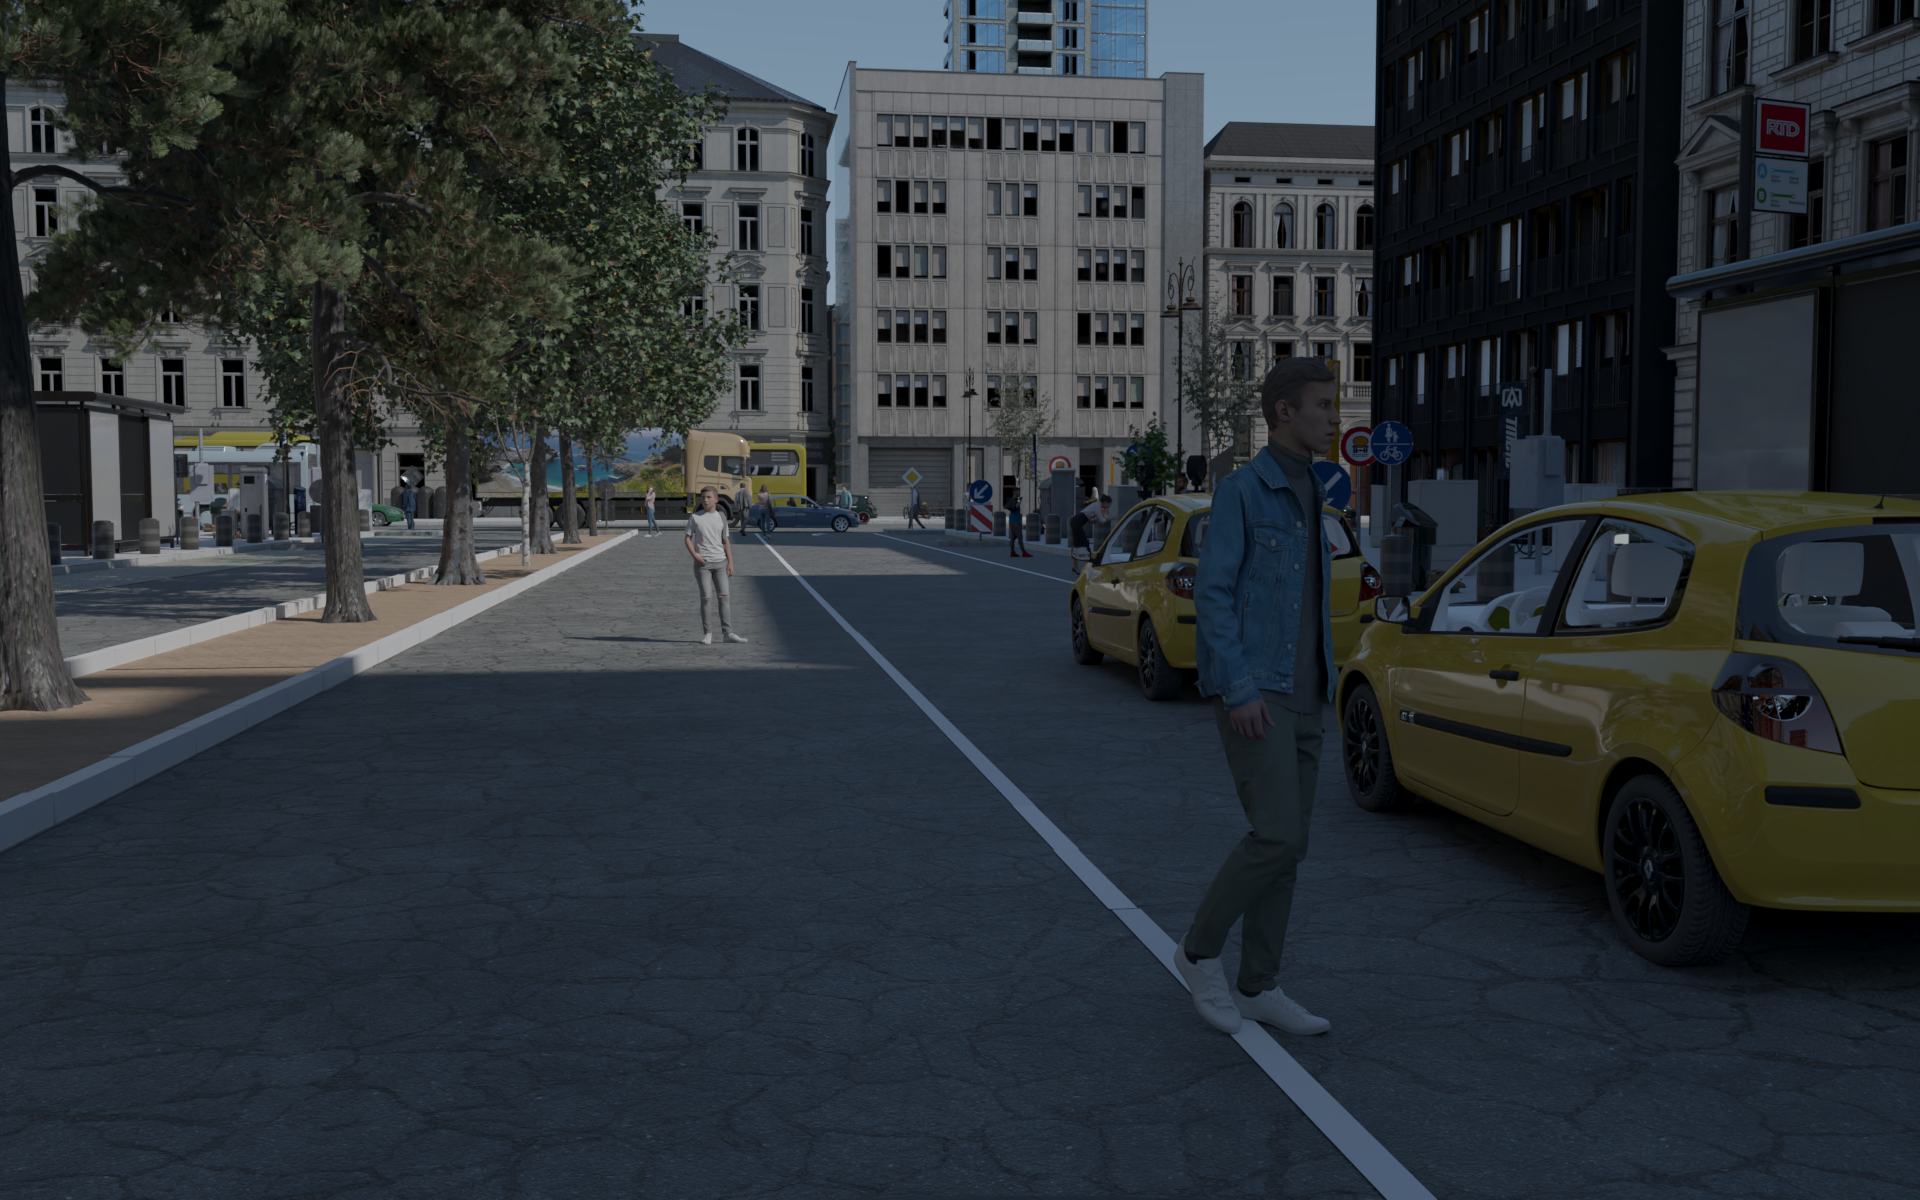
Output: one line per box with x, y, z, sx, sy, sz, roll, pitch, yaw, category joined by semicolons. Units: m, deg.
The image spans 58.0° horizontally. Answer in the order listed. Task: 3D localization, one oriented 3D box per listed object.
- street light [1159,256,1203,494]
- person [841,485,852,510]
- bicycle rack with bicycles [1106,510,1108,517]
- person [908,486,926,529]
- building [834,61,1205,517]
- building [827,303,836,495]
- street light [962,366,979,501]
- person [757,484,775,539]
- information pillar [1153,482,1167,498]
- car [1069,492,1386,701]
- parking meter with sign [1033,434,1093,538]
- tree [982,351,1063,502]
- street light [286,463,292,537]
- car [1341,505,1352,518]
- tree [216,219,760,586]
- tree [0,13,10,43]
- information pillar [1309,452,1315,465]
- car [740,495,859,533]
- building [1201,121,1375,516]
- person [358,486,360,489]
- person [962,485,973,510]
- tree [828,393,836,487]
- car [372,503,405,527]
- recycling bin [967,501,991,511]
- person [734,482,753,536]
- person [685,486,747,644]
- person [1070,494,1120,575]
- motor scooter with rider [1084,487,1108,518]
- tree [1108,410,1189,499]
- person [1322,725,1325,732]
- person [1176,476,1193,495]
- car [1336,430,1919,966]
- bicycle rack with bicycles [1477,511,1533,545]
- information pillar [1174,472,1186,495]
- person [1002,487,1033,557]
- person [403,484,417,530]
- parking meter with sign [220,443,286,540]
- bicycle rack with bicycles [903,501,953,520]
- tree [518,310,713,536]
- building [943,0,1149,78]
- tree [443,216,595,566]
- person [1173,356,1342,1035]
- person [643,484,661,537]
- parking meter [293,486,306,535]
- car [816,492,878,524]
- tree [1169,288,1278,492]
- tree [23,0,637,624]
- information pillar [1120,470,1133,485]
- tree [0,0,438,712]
4.300;-3.736;33.873;0.468;5.910;1.993;0;4;-8;street light
-4.974;-4.158;76.500;0.660;1.820;0.620;3;4;36;person
8.842;-5.022;95.492;2.852;0.926;2.925;-2;4;-26;bicycle rack with bicycles
-1.702;-3.431;64.691;0.850;1.850;0.679;0;4;2;person
2.991;-17.382;102.223;19.932;24.808;12.078;0;4;-8;building
-15.731;-29.947;261.337;14.107;30.474;14.160;0;4;-8;building
0.353;-5.492;62.583;0.468;5.910;1.993;0;4;-8;street light
-6.184;-2.817;55.148;0.593;1.750;0.643;0;4;5;person
5.497;-2.635;47.566;0.304;2.012;0.304;2;4;27;information pillar
1.957;-0.201;13.512;2.015;1.641;3.980;0;4;-7;car
3.018;-3.306;50.321;1.738;3.016;0.543;1;4;9;parking meter with sign
3.041;-8.481;89.025;4.360;8.622;3.978;0;3;0;tree
-19.886;-4.793;51.148;0.468;5.910;1.993;0;4;-8;street light
14.942;-3.985;74.938;4.222;1.686;2.009;-1;4;-8;car
-7.957;-6.588;27.176;9.611;12.733;9.660;0;3;0;tree
-4.377;-3.227;5.587;4.360;8.622;3.978;0;3;0;tree
5.935;-1.561;30.008;0.304;2.012;0.304;-1;4;-9;information pillar
-6.044;-3.269;65.451;4.499;1.417;2.014;0;4;-8;car
22.746;-16.885;104.940;19.941;23.489;11.050;0;4;-8;building
-26.139;-4.072;75.262;0.728;1.800;0.709;-3;5;-41;person
0.409;-4.083;75.109;0.661;1.843;0.795;0;4;-3;person
-16.382;-16.592;188.281;9.611;12.733;9.660;0;3;0;tree
-27.166;-3.977;76.819;4.920;1.459;2.131;0;4;-7;car
0.661;-2.863;59.365;0.722;1.027;0.722;1;4;11;recycling bin
-7.382;-3.094;59.185;0.679;1.850;0.850;1;4;11;person
-2.353;-0.337;16.606;0.523;1.515;0.503;2;4;32;person
2.349;-1.165;30.738;0.799;1.438;0.628;-3;4;-38;person
5.835;-4.257;78.562;1.986;1.779;0.876;-1;4;-9;motor scooter with rider
4.522;-2.768;39.864;1.663;3.219;1.824;0;3;0;tree
1.987;0.116;10.515;0.435;1.345;0.340;0;4;4;person
3.624;-1.172;28.476;0.431;1.722;0.655;-1;4;-17;person
2.776;0.212;6.755;2.015;1.641;3.980;0;4;-6;car
12.418;-1.439;36.910;2.852;0.926;2.925;-1;4;-14;bicycle rack with bicycles
7.327;-3.252;57.669;0.304;2.012;0.304;-2;4;-28;information pillar
1.313;-1.771;39.333;0.662;1.594;0.647;-1;4;-19;person
-19.736;-3.270;62.140;0.419;1.800;0.721;1;4;16;person
-19.933;-3.217;48.863;1.738;3.016;0.543;-1;4;-9;parking meter with sign
-1.775;-4.556;87.872;2.925;0.926;2.852;-3;5;-44;bicycle rack with bicycles
-12.386;-7.435;58.435;8.767;10.594;7.601;0;4;-8;tree
6.768;-52.705;174.402;22.319;86.520;31.000;0;4;-8;building
-8.662;-4.986;34.343;4.360;8.622;3.978;0;3;0;tree
0.798;0.260;4.594;0.601;1.785;0.444;-3;5;-44;person
-10.296;-2.989;57.961;0.643;1.750;0.593;-1;4;-21;person
-20.941;-2.848;54.972;0.372;1.533;0.369;0;3;0;parking meter
-6.006;-4.428;82.177;4.222;1.686;2.009;0;4;-6;car
9.238;-6.812;61.743;4.360;8.622;3.978;0;3;0;tree
-6.949;-5.778;18.989;6.751;12.117;7.091;0;3;0;tree
5.153;-2.999;53.523;0.304;2.012;0.304;2;4;29;information pillar
-6.484;-6.207;11.364;7.806;13.903;7.818;0;3;0;tree
